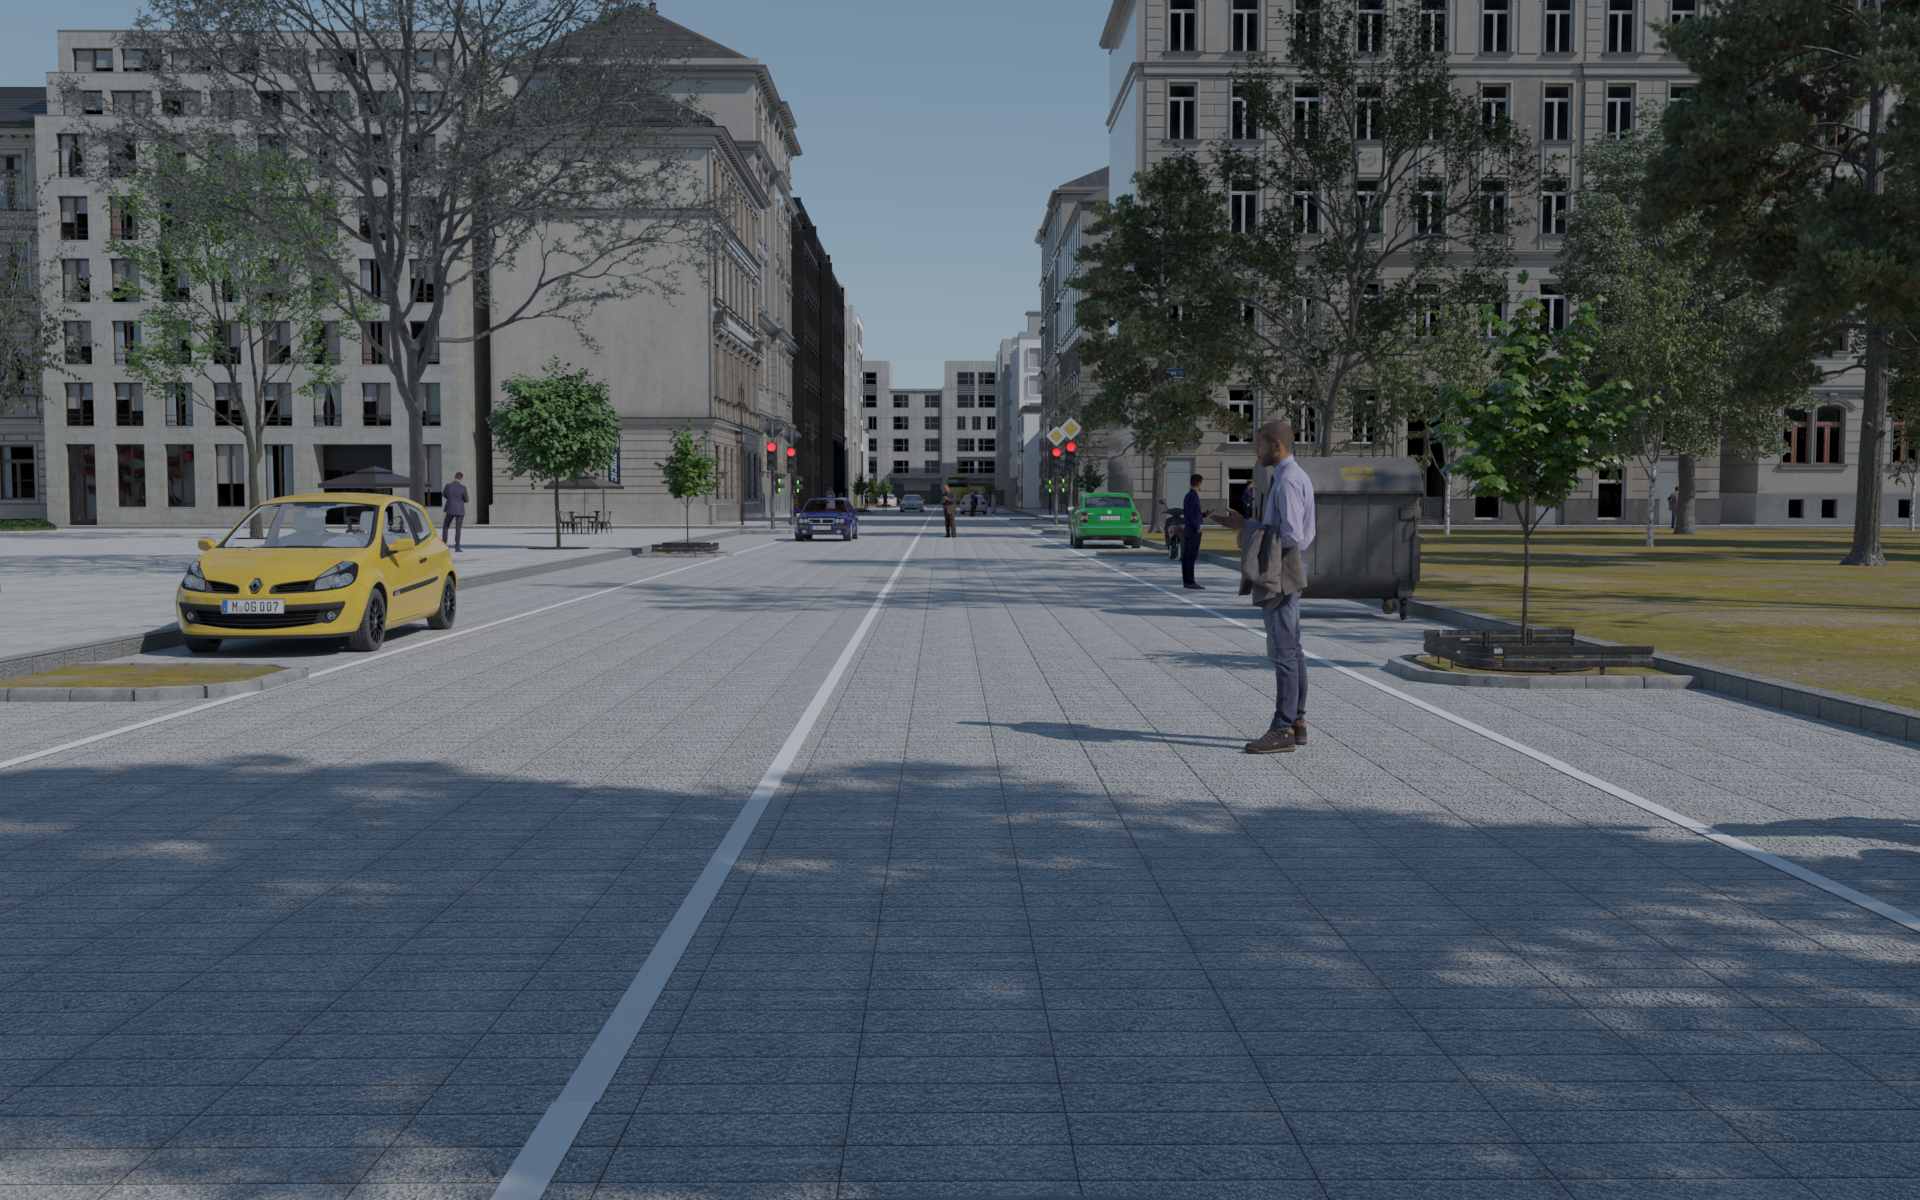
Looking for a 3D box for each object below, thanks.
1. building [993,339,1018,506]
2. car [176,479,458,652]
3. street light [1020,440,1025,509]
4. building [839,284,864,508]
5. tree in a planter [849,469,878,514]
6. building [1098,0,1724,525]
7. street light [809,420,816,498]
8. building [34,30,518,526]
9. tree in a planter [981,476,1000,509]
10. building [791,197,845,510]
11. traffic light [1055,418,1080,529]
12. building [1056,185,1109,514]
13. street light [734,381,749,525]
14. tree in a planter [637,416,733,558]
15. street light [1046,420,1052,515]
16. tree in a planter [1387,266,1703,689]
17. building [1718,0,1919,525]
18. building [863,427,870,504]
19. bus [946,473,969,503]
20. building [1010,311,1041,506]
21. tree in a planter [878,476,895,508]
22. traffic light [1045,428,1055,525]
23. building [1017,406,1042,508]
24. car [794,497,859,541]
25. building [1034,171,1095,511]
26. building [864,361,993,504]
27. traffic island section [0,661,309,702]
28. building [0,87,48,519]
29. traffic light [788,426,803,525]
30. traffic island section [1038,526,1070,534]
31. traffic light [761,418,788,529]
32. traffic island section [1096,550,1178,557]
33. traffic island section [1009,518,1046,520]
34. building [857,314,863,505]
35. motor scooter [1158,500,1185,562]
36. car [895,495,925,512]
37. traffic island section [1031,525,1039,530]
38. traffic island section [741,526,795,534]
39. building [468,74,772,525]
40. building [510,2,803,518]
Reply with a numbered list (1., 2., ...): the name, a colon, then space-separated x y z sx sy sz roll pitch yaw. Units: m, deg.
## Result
1. building: 13.111 -20.776 206.146 16.747 18.905 31.486 0 4 -1
2. car: -6.191 -0.410 16.931 2.015 1.641 3.980 0 4 -2
3. street light: 5.223 -10.570 145.614 0.468 5.910 1.993 0 4 -1
4. building: -18.395 -18.072 161.932 16.747 18.905 31.486 0 4 -1
5. tree in a planter: -7.046 -7.689 122.938 1.991 3.239 1.994 0 4 -1
6. building: 19.128 -17.047 75.977 25.104 27.353 12.463 0 4 -1
7. street light: -9.244 -8.306 108.593 0.468 5.910 1.993 0 4 -1
8. building: -28.695 -13.470 74.989 16.860 20.320 10.420 0 4 -1
9. tree in a planter: 3.007 -10.739 172.800 1.991 3.239 1.994 0 4 -1
10. building: -15.779 -18.833 137.599 12.332 23.373 15.834 0 4 -1
11. traffic light: 3.984 -4.500 62.820 0.839 4.213 0.868 0 4 -1
12. building: 11.615 -16.037 111.349 9.793 20.994 18.267 0 4 -1
13. street light: -8.947 -6.011 71.063 0.468 5.910 1.993 0 4 -1
14. tree in a planter: -6.275 -2.603 39.780 1.991 3.239 1.994 0 4 -1
15. street light: 5.622 -8.262 107.873 0.468 5.910 1.993 0 4 -1
16. tree in a planter: 4.473 -1.003 13.629 1.991 3.239 1.994 0 4 -1
17. building: 44.144 -17.741 77.452 23.554 28.519 14.401 0 4 -1
18. building: -25.609 -16.880 218.135 28.070 9.664 9.099 0 4 -1
19. bus: -0.280 -13.137 206.339 2.896 3.916 12.252 0 4 0
20. building: 13.382 -20.051 184.249 16.016 20.091 11.380 0 4 -1
21. tree in a planter: -7.500 -10.751 173.005 1.991 3.239 1.994 0 4 -1
22. traffic light: 3.910 -4.988 70.804 0.839 4.213 0.868 0 4 -1
23. building: 10.496 -13.596 164.448 9.099 9.664 28.070 0 4 -1
24. car: -4.106 -2.507 53.567 1.945 1.354 3.894 0 4 1
25. building: 12.541 -20.556 133.353 12.463 27.353 25.104 0 4 -1
26. building: -2.129 -22.728 238.063 31.486 18.905 16.747 0 4 -1
27. traffic island section: -6.038 0.608 12.933 1.991 0.108 1.994 0 4 -1
28. building: -46.781 -12.953 76.416 19.286 19.102 10.561 0 4 -1
29. traffic light: -6.850 -4.981 70.690 0.839 4.213 0.868 0 4 -1
30. traffic island section: 4.024 -2.486 62.933 2.009 0.180 2.903 0 4 -1
31. traffic light: -6.777 -4.493 62.705 0.839 4.213 0.868 0 4 -1
32. traffic island section: 4.221 -1.089 40.667 1.991 0.108 1.994 0 4 -1
33. traffic island section: 3.721 -4.447 95.581 1.991 0.108 1.994 0 4 -1
34. building: -25.508 -21.395 193.790 27.936 21.610 32.646 0 4 -1
35. motor scooter: 4.706 -1.505 37.380 0.815 1.314 1.986 0 4 -1
36. car: -3.832 -7.715 138.509 2.083 1.381 4.827 0 4 1
37. traffic island section: 3.951 -2.975 70.918 2.009 0.180 2.903 0 4 -1
38. traffic island section: -6.817 -2.481 62.838 2.009 0.180 2.903 0 4 -1
39. building: -14.949 -13.207 80.560 10.561 19.102 19.286 0 4 -1
40. building: -17.015 -19.240 101.968 14.401 28.519 23.554 0 4 -1
